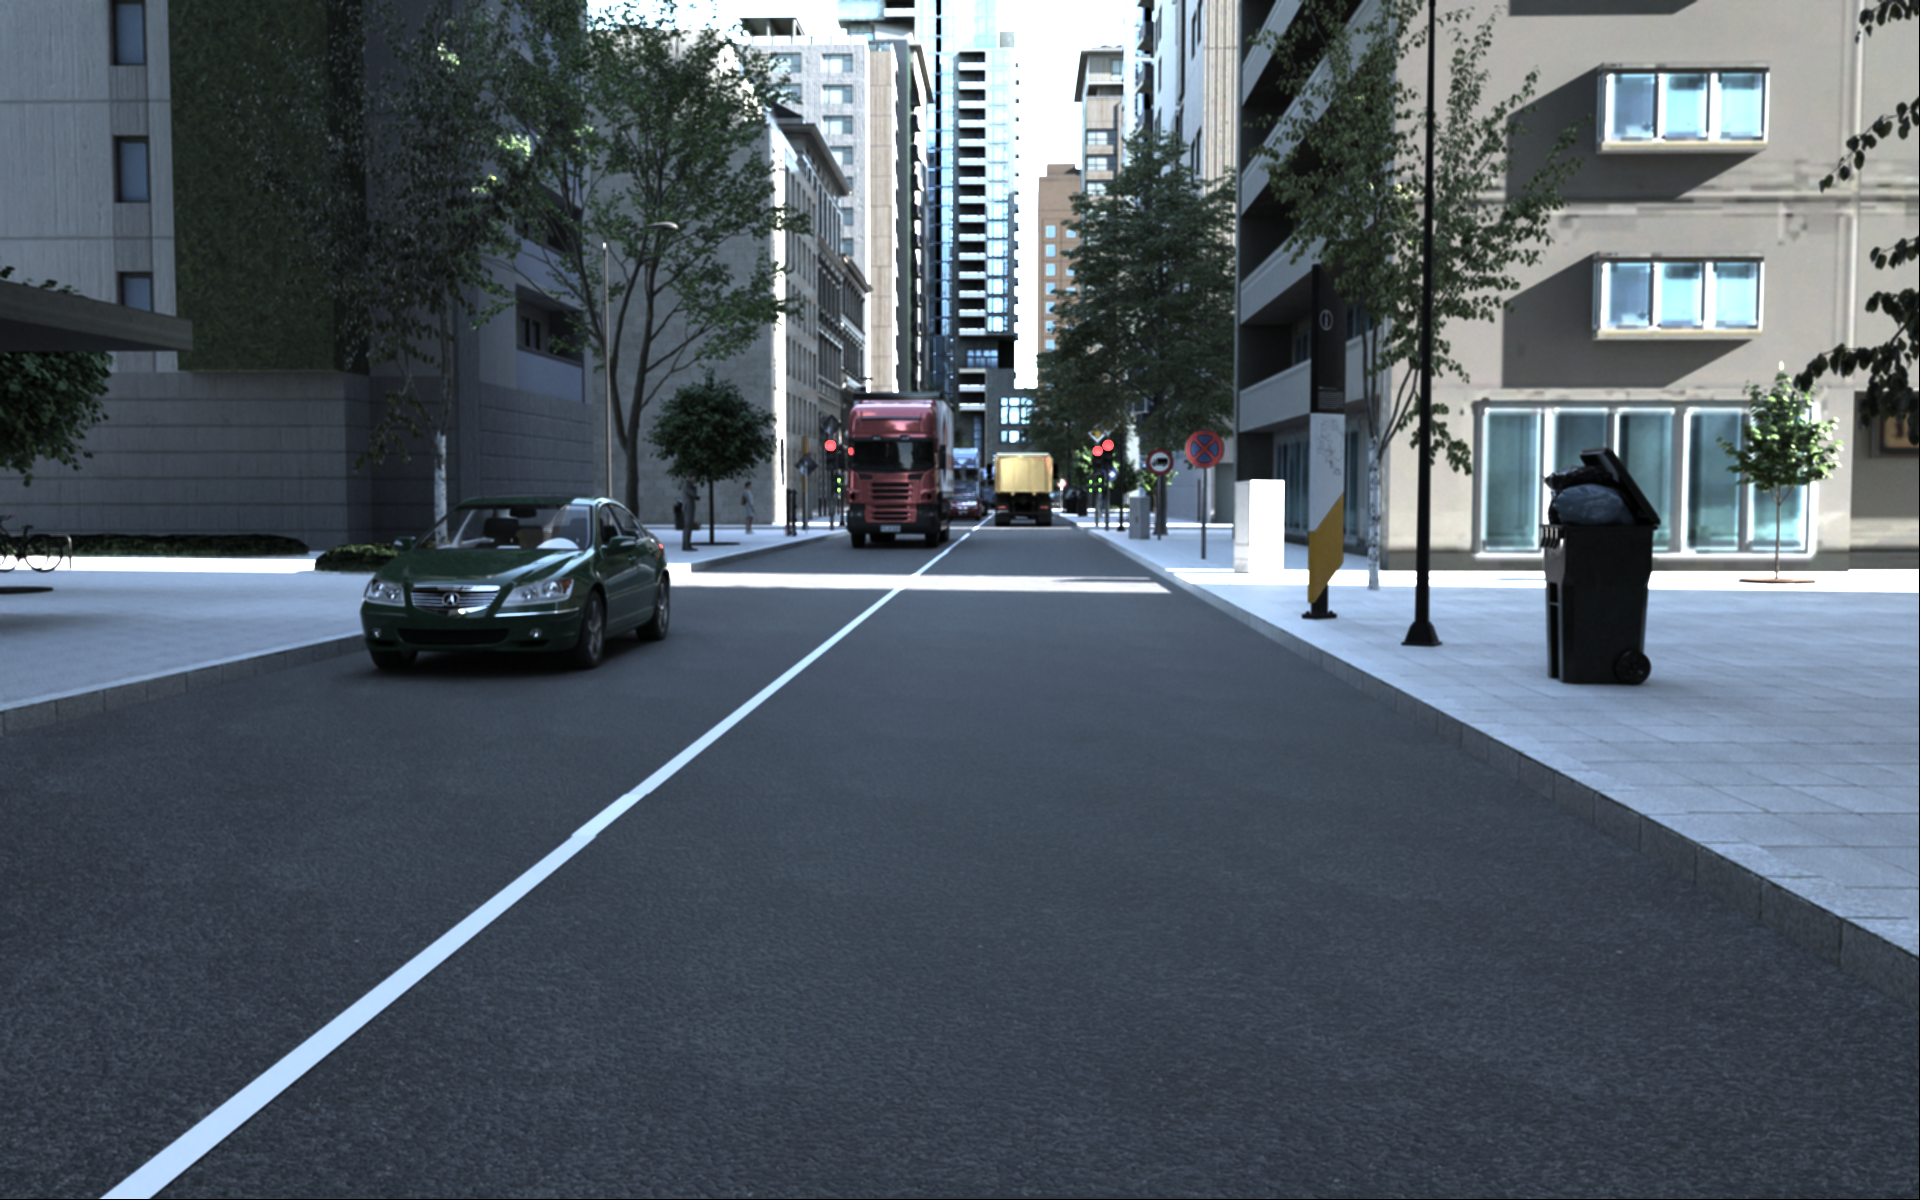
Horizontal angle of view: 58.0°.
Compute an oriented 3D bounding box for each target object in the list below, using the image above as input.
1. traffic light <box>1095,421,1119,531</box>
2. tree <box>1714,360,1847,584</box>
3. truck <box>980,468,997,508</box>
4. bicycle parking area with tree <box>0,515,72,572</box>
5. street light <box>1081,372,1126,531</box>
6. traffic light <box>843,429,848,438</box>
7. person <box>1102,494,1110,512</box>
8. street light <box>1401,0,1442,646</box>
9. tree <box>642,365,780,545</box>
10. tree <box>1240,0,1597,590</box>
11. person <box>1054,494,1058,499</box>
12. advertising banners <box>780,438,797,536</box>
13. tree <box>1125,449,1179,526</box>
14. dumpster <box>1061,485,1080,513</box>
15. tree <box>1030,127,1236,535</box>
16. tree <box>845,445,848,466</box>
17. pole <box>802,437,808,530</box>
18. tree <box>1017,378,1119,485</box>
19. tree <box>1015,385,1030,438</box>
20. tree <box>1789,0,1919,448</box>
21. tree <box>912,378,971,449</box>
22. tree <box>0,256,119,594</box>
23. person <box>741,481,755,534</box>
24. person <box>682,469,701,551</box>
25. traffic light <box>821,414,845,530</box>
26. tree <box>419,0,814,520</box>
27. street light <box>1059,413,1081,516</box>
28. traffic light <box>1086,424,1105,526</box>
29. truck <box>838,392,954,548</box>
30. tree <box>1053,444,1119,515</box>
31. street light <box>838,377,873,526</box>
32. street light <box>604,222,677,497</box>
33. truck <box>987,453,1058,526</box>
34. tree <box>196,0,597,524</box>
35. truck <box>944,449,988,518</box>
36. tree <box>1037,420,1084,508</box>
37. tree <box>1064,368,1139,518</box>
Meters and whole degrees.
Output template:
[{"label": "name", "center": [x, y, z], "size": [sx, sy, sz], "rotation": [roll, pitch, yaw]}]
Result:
[{"label": "traffic light", "center": [5.152, -4.392, 60.730], "size": [0.839, 4.253, 0.868], "rotation": [0, 4, 2]}, {"label": "tree", "center": [11.725, -1.862, 25.041], "size": [1.663, 3.219, 1.824], "rotation": [0, 3, 0]}, {"label": "truck", "center": [2.821, -11.827, 183.122], "size": [2.967, 4.110, 18.799], "rotation": [0, 4, 2]}, {"label": "bicycle parking area with tree", "center": [-18.772, -2.428, 26.697], "size": [9.016, 4.147, 8.231], "rotation": [2, 4, 25]}, {"label": "street light", "center": [5.015, -5.320, 59.529], "size": [1.470, 5.913, 1.316], "rotation": [0, 4, 2]}, {"label": "traffic light", "center": [-4.231, -4.899, 69.024], "size": [0.839, 4.253, 0.868], "rotation": [0, 4, 2]}, {"label": "person", "center": [10.464, -7.290, 125.214], "size": [0.713, 1.824, 0.794], "rotation": [2, 4, 32]}, {"label": "street light", "center": [3.394, -2.573, 14.607], "size": [1.470, 5.913, 1.316], "rotation": [0, 4, 2]}, {"label": "tree", "center": [-6.404, -3.689, 44.027], "size": [4.285, 4.588, 4.351], "rotation": [0, 3, 0]}, {"label": "tree", "center": [5.700, -4.427, 22.738], "size": [4.737, 8.622, 4.395], "rotation": [0, 3, 0]}, {"label": "person", "center": [10.990, -11.547, 198.067], "size": [0.599, 1.433, 0.991], "rotation": [-1, 4, -17]}, {"label": "advertising banners", "center": [-5.308, -3.501, 53.430], "size": [0.090, 3.025, 2.074], "rotation": [-1, 4, -18]}, {"label": "tree", "center": [7.945, -4.683, 71.168], "size": [1.663, 3.219, 1.824], "rotation": [0, 3, 0]}, {"label": "dumpster", "center": [7.497, -6.796, 116.868], "size": [1.264, 1.857, 1.865], "rotation": [0, 4, 2]}, {"label": "tree", "center": [6.248, -8.353, 54.698], "size": [7.486, 12.596, 7.792], "rotation": [0, 3, 0]}, {"label": "tree", "center": [-4.358, -6.340, 87.364], "size": [4.285, 4.588, 4.351], "rotation": [0, 3, 0]}, {"label": "pole", "center": [-5.503, -4.143, 61.584], "size": [0.158, 3.312, 0.155], "rotation": [0, 3, 0]}, {"label": "tree", "center": [8.433, -12.208, 134.015], "size": [8.767, 10.594, 7.601], "rotation": [1, 4, 11]}, {"label": "tree", "center": [7.904, -12.626, 124.556], "size": [7.486, 12.596, 7.792], "rotation": [0, 3, 0]}, {"label": "tree", "center": [4.995, -3.483, 7.303], "size": [4.360, 8.622, 3.978], "rotation": [0, 3, 0]}, {"label": "tree", "center": [-2.457, -12.434, 137.705], "size": [7.601, 10.594, 8.767], "rotation": [-2, 4, -33]}, {"label": "tree", "center": [-12.687, -2.373, 22.513], "size": [4.285, 4.588, 4.351], "rotation": [0, 3, 0]}, {"label": "person", "center": [-6.796, -2.975, 55.693], "size": [0.522, 1.701, 0.512], "rotation": [-1, 4, -23]}, {"label": "person", "center": [-6.077, -2.039, 39.189], "size": [0.447, 1.846, 0.655], "rotation": [-1, 4, -20]}, {"label": "traffic light", "center": [-4.504, -4.411, 61.044], "size": [0.839, 4.253, 0.868], "rotation": [0, 4, 2]}, {"label": "tree", "center": [-6.819, -6.690, 35.136], "size": [9.928, 11.665, 9.643], "rotation": [0, 3, 0]}, {"label": "street light", "center": [6.385, -7.739, 99.073], "size": [1.470, 5.913, 1.316], "rotation": [0, 4, 2]}, {"label": "traffic light", "center": [5.425, -4.880, 68.711], "size": [0.839, 4.253, 0.868], "rotation": [0, 4, 2]}, {"label": "truck", "center": [-1.618, -3.728, 49.870], "size": [2.839, 4.237, 11.283], "rotation": [0, 4, 2]}, {"label": "tree", "center": [8.397, -7.556, 107.253], "size": [4.285, 4.588, 4.351], "rotation": [0, 3, 0]}, {"label": "street light", "center": [-4.157, -5.894, 68.913], "size": [1.470, 5.913, 1.316], "rotation": [0, 4, 2]}, {"label": "street light", "center": [-5.534, -3.502, 29.798], "size": [1.470, 5.913, 1.316], "rotation": [0, 4, 2]}, {"label": "truck", "center": [2.917, -5.173, 80.509], "size": [3.469, 3.379, 9.791], "rotation": [0, 4, 2]}, {"label": "tree", "center": [-6.695, -4.340, 21.319], "size": [4.360, 8.622, 3.978], "rotation": [0, 3, 0]}, {"label": "truck", "center": [0.267, -7.237, 108.079], "size": [2.967, 4.110, 18.799], "rotation": [0, 4, 3]}, {"label": "tree", "center": [9.427, -12.809, 159.793], "size": [4.360, 8.622, 3.978], "rotation": [0, 3, 0]}, {"label": "tree", "center": [7.674, -8.787, 94.037], "size": [4.737, 8.622, 4.395], "rotation": [0, 3, 0]}]
